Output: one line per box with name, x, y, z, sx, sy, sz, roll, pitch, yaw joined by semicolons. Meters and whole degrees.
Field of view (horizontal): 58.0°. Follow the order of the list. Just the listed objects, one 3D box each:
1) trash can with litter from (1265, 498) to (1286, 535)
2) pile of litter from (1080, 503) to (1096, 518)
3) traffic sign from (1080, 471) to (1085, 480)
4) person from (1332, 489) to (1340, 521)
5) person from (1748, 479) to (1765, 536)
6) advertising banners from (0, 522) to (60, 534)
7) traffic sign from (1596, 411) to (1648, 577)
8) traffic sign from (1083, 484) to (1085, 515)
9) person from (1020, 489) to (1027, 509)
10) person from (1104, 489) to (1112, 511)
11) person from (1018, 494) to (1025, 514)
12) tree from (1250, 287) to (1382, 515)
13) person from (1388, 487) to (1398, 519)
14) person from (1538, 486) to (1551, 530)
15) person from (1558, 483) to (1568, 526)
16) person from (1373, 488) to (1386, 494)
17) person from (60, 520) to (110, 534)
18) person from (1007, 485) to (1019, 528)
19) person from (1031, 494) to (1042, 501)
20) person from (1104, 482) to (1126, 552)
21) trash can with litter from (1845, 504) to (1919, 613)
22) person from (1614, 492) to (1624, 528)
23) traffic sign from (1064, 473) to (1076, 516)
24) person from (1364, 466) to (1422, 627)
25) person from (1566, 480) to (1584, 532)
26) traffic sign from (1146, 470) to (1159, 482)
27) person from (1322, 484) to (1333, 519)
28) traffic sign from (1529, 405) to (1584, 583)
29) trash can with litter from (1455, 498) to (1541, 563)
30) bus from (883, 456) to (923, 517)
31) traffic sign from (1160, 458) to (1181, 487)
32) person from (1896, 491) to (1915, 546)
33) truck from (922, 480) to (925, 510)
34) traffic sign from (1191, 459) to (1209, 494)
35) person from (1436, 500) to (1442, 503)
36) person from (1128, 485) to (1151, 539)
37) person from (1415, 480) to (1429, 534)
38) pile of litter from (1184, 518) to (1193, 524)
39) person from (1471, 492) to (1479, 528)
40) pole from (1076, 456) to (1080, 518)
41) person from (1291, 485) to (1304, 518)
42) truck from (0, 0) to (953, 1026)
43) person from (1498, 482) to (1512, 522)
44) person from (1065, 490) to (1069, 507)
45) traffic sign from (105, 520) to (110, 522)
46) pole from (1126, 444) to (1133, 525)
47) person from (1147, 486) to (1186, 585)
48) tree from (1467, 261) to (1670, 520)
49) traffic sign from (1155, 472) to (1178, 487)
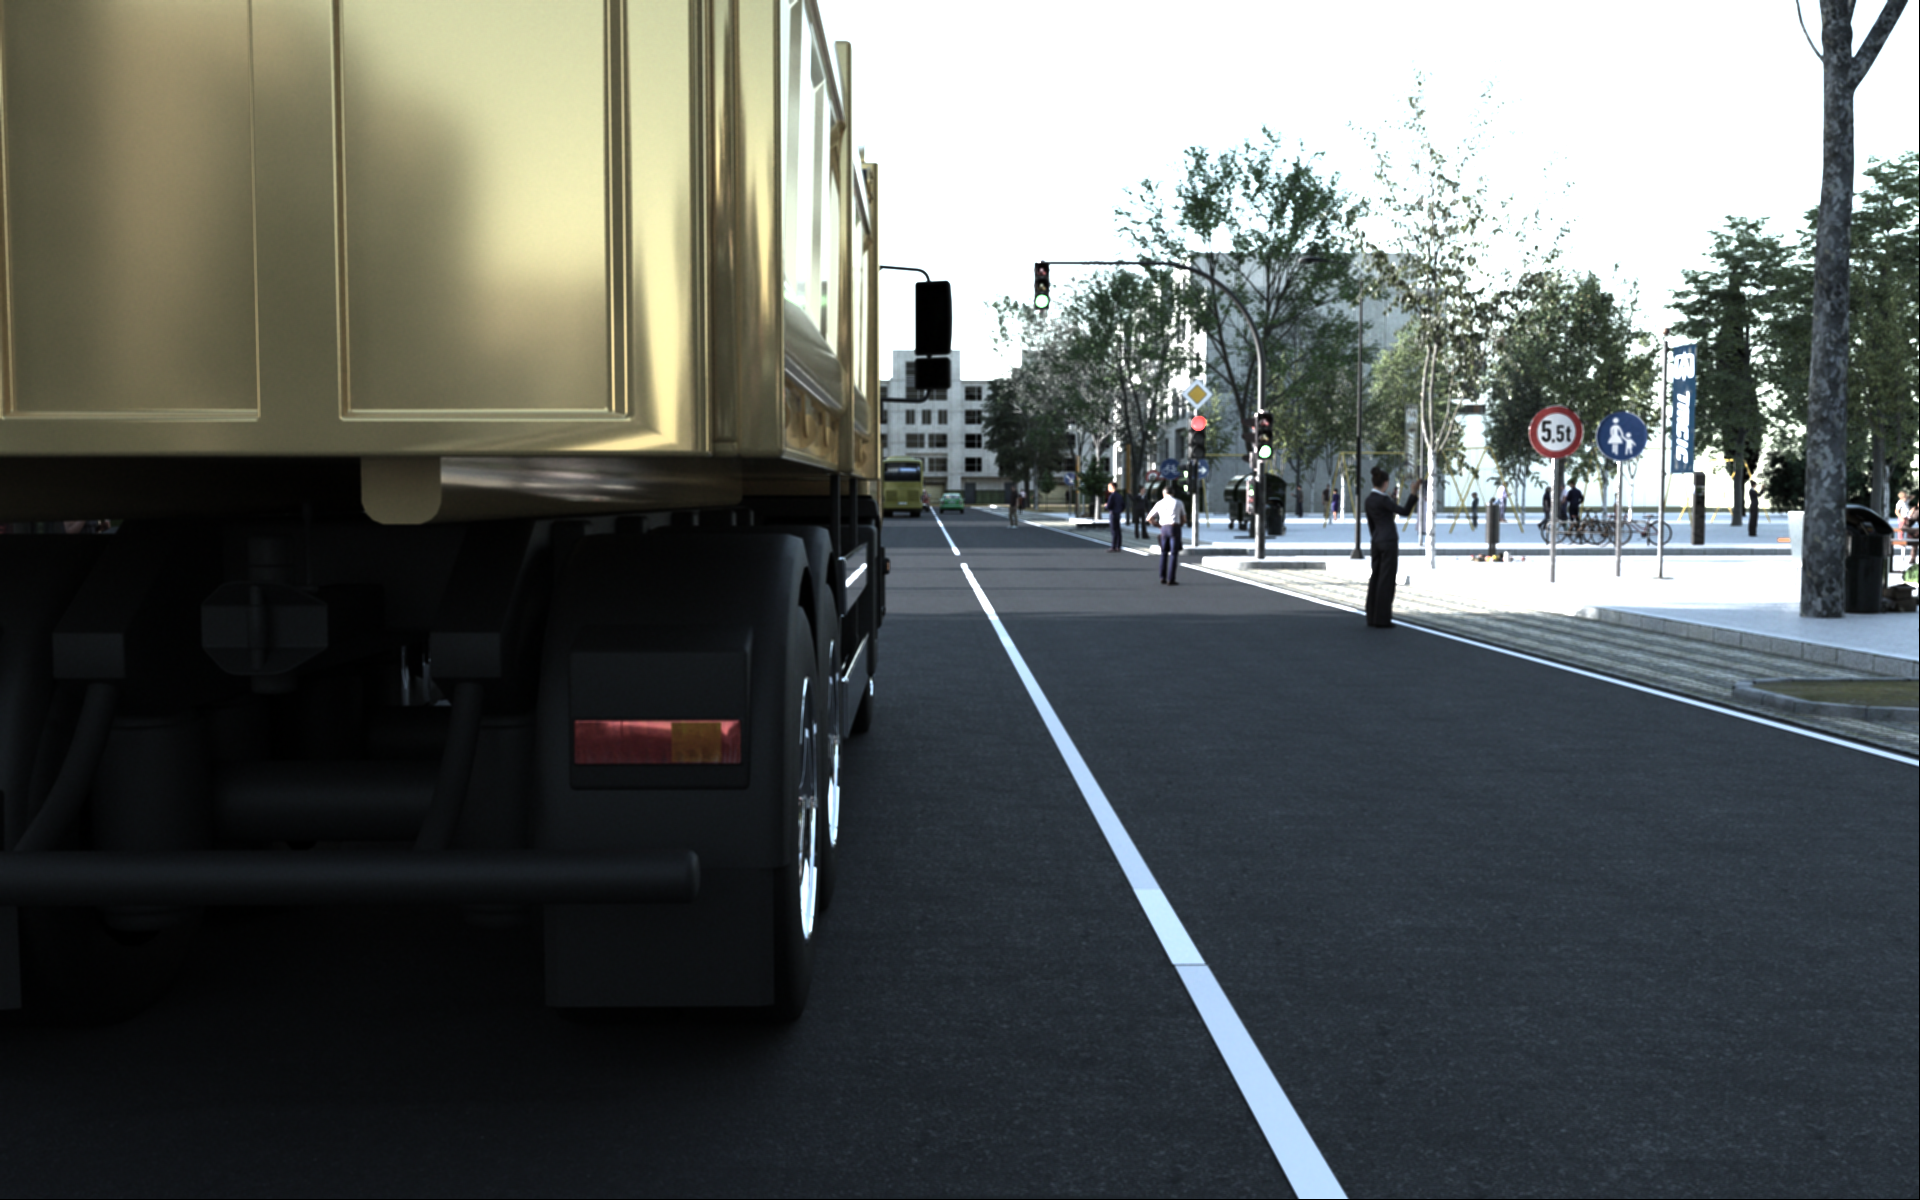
trash can with litter;9.796;-2.600;53.890;0.624;1.170;1.055;1;4;21
pile of litter;6.920;-4.862;93.451;1.176;0.858;1.719;1;4;14
traffic sign;6.916;-5.957;97.134;0.795;2.593;0.064;0;4;4
person;17.778;-4.518;82.282;0.453;1.535;0.546;-2;4;-25
person;24.190;-2.794;52.530;0.445;1.727;0.742;-1;4;-23
advertising banners;-18.503;-2.275;33.381;2.074;3.025;0.090;-1;4;-10
traffic sign;10.177;-1.627;26.715;0.768;2.556;0.104;1;4;8
traffic sign;7.404;-6.311;103.293;0.768;2.556;0.104;0;4;5
person;5.297;-8.571;147.120;0.756;1.711;0.436;-2;4;-28
person;11.069;-7.605;130.318;1.348;1.831;0.705;-1;4;-16
person;4.273;-6.826;123.369;1.065;1.426;0.557;-3;5;-42
tree;20.278;-11.846;104.052;12.009;13.543;11.850;0;3;0
person;22.334;-4.992;89.136;0.593;1.643;0.415;0;4;2
person;20.866;-3.268;61.683;0.569;1.553;0.471;-3;5;-40
person;24.380;-3.857;70.042;0.436;1.711;0.756;2;4;32
person;14.730;-3.333;60.664;0.434;1.807;0.598;-2;4;-34
person;-7.437;-0.293;14.763;0.593;1.643;0.415;2;4;31
person;2.244;-3.967;73.481;0.434;1.807;0.598;-1;4;-15
person;8.698;-11.457;195.786;1.348;1.831;0.705;0;4;-3
person;3.795;-2.070;43.047;0.504;1.737;0.576;2;4;25
trash can with litter;9.931;-0.457;18.863;1.055;1.170;0.624;-2;4;-24
person;24.779;-3.376;65.150;0.340;1.345;0.435;2;4;26
traffic sign;6.555;-6.305;103.187;0.768;2.556;0.104;0;4;2
person;4.663;-0.569;18.598;0.742;1.727;0.445;3;5;40
person;20.112;-3.066;56.869;0.576;1.737;0.504;-2;4;-35
traffic sign;10.357;-5.681;92.983;0.768;2.556;0.104;0;4;7
person;19.270;-5.172;90.741;0.598;1.807;0.434;0;4;-2
traffic sign;8.562;-1.520;24.957;0.768;2.556;0.104;0;4;4
trash can with litter;10.390;-1.358;33.255;1.678;1.210;2.233;2;4;25
bus;-3.803;-7.328;111.367;2.896;3.916;12.252;0;4;-3
traffic sign;7.527;-3.784;61.971;0.768;2.556;0.104;0;4;2
person;23.286;-1.997;42.598;0.435;1.345;0.340;-2;4;-30
truck;-4.584;-10.572;162.608;2.967;4.110;18.799;0;4;-2
traffic sign;8.269;-3.675;60.194;0.768;2.556;0.104;0;4;6
person;20.002;-4.021;73.742;0.963;1.587;0.435;3;5;43
person;5.692;-2.798;55.052;0.742;1.727;0.445;-3;5;-42
person;14.776;-2.951;54.968;0.621;1.740;0.551;1;4;14
pile of litter;9.638;-3.741;75.127;1.719;0.858;1.176;-1;4;-15
person;19.218;-3.352;64.763;0.340;1.345;0.435;0;4;4
pole;6.268;-6.014;92.168;0.158;3.312;0.155;0;3;0
person;18.442;-5.396;94.793;0.750;1.759;0.617;1;4;11
truck;-1.720;-0.757;8.298;3.469;3.379;9.791;0;4;-1
person;24.811;-4.455;78.744;0.599;1.838;0.709;-1;4;-10
person;10.375;-9.685;165.857;0.593;1.643;0.415;-2;4;-34
traffic sign;-13.166;-1.968;26.058;2.265;3.308;0.079;0;4;1
pole;6.873;-4.702;70.728;0.158;3.312;0.155;0;3;0
person;3.284;-1.028;27.512;0.614;1.554;0.590;1;4;16
tree;29.747;-10.296;85.345;9.611;12.733;9.660;0;3;0
traffic sign;7.725;-3.955;64.674;0.884;2.594;0.081;0;4;2
